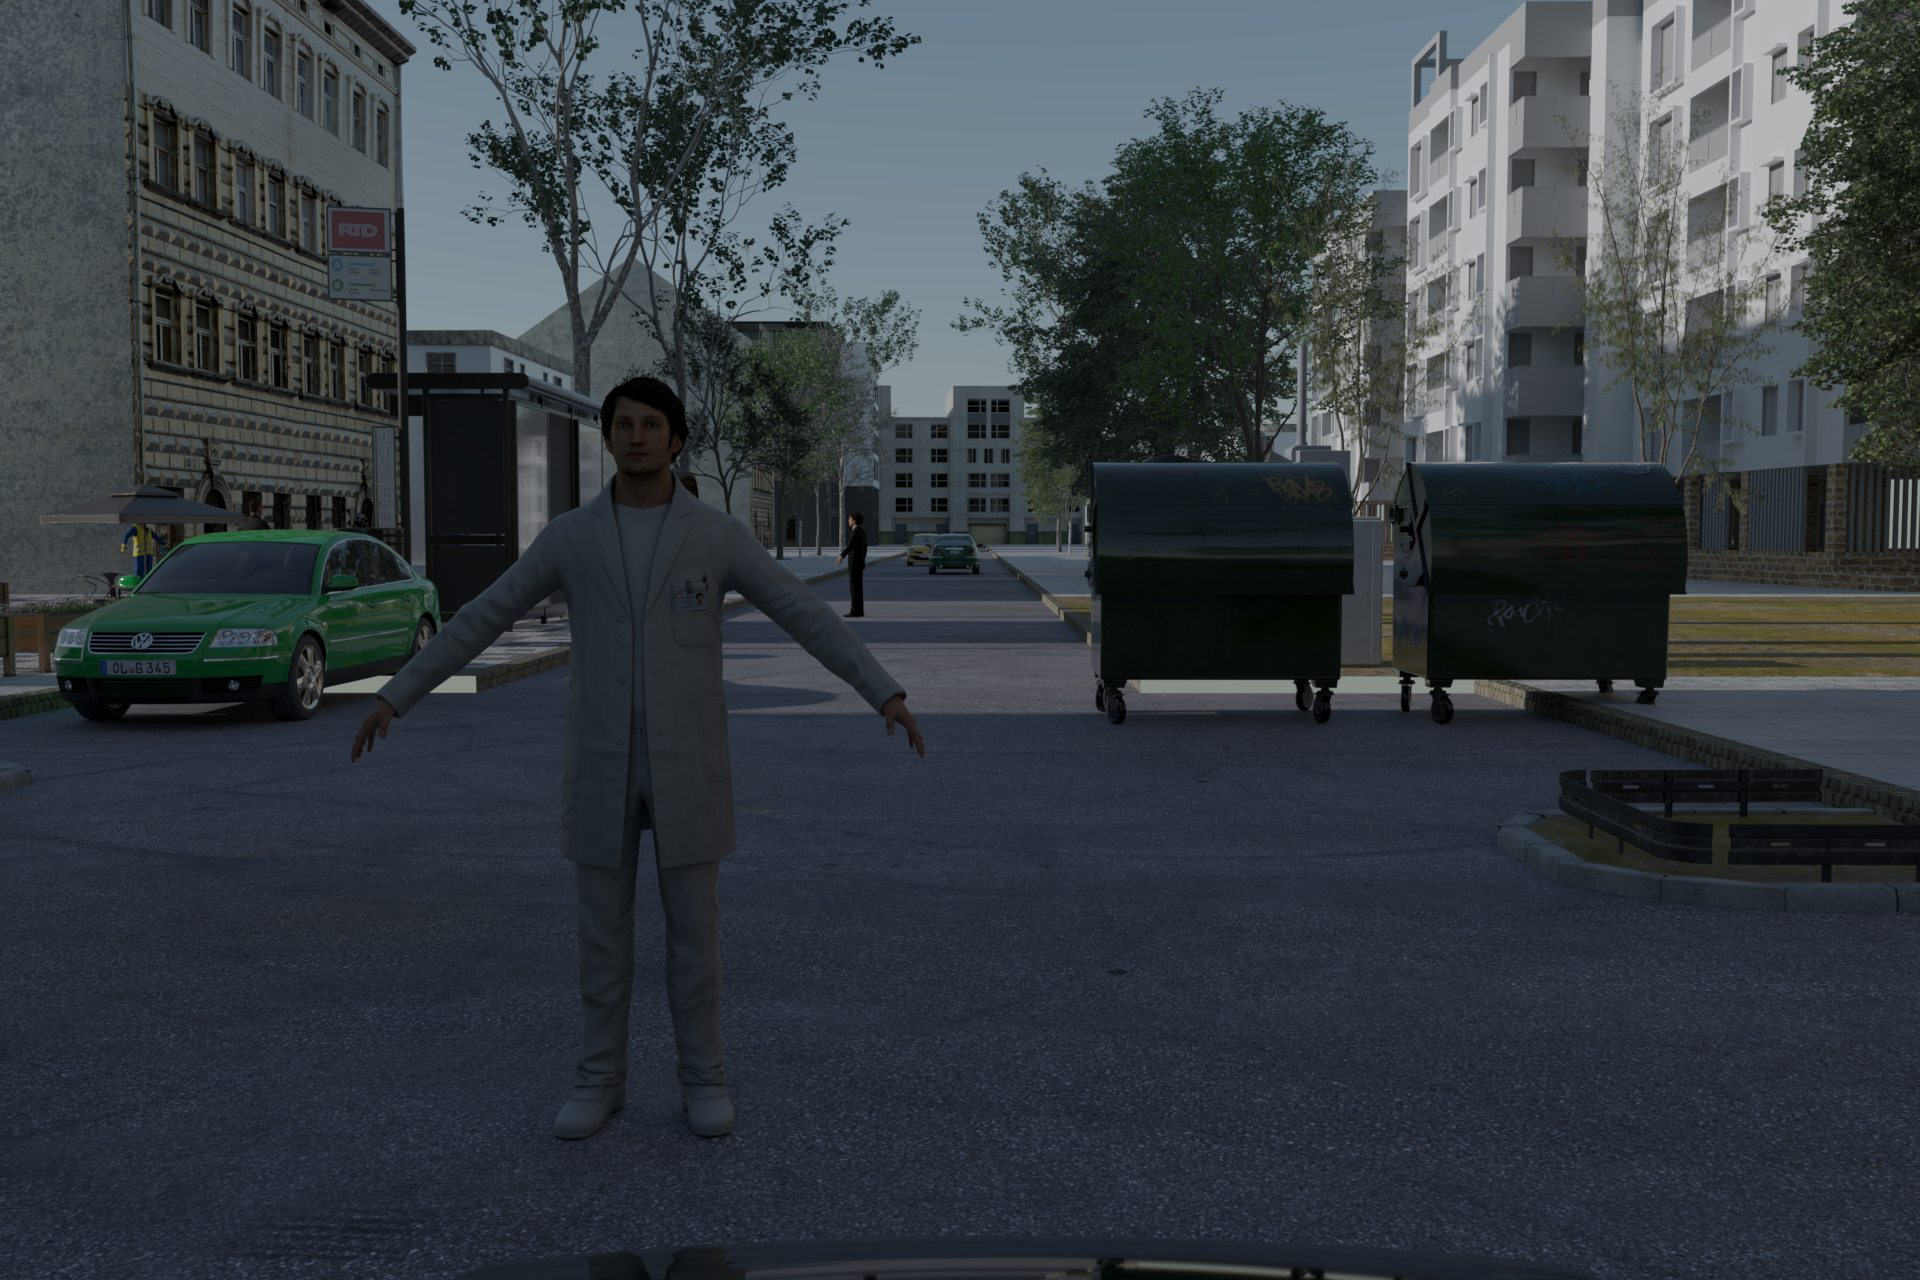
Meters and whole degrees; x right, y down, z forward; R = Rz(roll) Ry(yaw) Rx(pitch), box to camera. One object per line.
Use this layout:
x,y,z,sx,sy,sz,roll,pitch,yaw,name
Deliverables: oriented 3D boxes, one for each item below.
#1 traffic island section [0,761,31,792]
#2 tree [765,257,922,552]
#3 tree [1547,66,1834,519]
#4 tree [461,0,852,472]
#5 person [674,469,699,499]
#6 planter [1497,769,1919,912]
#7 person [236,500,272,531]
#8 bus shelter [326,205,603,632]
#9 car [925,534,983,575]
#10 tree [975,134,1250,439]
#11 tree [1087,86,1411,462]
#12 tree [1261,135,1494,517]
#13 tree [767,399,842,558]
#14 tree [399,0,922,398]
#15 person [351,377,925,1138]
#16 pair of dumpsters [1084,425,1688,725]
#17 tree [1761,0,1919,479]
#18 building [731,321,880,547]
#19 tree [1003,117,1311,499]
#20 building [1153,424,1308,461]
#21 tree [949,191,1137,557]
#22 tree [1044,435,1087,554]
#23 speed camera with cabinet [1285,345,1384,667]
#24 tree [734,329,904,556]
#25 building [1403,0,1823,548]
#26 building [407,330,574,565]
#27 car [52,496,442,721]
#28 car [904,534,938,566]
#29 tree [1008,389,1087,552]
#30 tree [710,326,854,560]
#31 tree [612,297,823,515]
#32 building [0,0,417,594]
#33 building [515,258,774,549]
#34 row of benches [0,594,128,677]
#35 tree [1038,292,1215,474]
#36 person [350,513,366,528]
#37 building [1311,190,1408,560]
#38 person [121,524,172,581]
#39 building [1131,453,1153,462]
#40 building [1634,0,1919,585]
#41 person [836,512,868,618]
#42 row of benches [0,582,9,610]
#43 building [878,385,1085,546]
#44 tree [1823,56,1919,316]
-6.311,0.822,9.432,1.991,0.108,1.994,0,4,0,traffic island section
-9.740,-16.218,121.054,12.611,20.169,13.585,0,3,0,tree
11.273,-4.756,28.129,4.360,8.622,3.978,0,3,0,tree
-9.784,-12.196,55.286,12.611,20.169,13.585,0,3,0,tree
-1.632,-0.102,10.246,1.348,1.813,0.705,-2,4,-35,person
3.454,0.831,7.558,1.991,0.319,1.994,0,4,1,planter
-10.810,-1.251,26.679,1.346,1.802,0.704,2,4,25,person
-6.665,-2.834,23.976,2.179,5.291,8.768,0,4,0,bus shelter
-0.206,-3.119,62.786,2.131,1.459,4.920,0,4,0,car
7.911,-13.742,80.571,12.611,20.169,13.585,0,3,0,tree
6.856,-7.000,40.212,9.928,11.665,9.643,0,3,0,tree
7.419,-5.039,32.756,4.360,8.622,3.978,0,3,0,tree
-8.781,-8.759,93.578,4.360,8.622,3.978,0,3,0,tree
-7.116,-11.148,38.161,12.611,20.169,13.585,0,3,0,tree
-0.762,0.272,4.191,1.347,1.806,0.705,0,4,-3,person
3.184,-0.522,13.486,4.436,2.255,1.574,0,4,1,pair of dumpsters
18.589,-7.490,29.115,9.857,13.997,8.962,0,3,0,tree
-23.171,-20.709,182.562,27.936,21.610,32.646,0,3,0,building
6.203,-8.988,53.612,9.857,13.997,8.962,0,3,0,tree
22.032,-12.456,145.804,9.099,9.664,28.070,0,4,1,building
6.252,-14.699,96.211,12.611,20.169,13.585,0,3,0,tree
6.766,-9.720,109.278,4.360,8.622,3.978,0,3,0,tree
3.773,-1.419,17.529,0.660,3.252,2.038,0,4,0,speed camera with cabinet
-8.305,-11.784,103.044,12.009,13.543,11.850,0,3,0,tree
22.628,-12.861,66.705,16.016,20.090,11.380,0,4,0,building
-23.548,-8.764,85.439,9.099,9.664,28.070,0,4,1,building
-5.858,-0.362,14.719,1.959,1.807,4.718,0,4,1,car
-1.517,-4.183,78.616,2.015,1.641,3.980,0,4,0,car
7.108,-12.373,120.432,7.486,12.596,7.792,0,3,0,tree
-8.841,-9.802,86.014,9.928,11.665,9.643,0,3,0,tree
-9.150,-8.189,68.297,8.767,10.594,7.601,-3,5,-41,tree
-26.629,-13.100,45.109,19.493,23.208,18.063,0,3,0,building
-25.986,-19.305,146.559,19.493,23.208,18.063,0,4,-1,building
-8.664,-0.062,16.481,1.422,0.672,4.104,1,4,12,row of benches
6.495,-8.106,66.945,7.601,10.594,8.767,-1,4,-22,tree
-16.169,-2.506,46.737,0.705,1.858,1.354,0,4,-2,person
24.905,-14.690,96.599,16.016,20.090,11.380,0,3,0,building
-15.516,-1.624,33.016,0.721,1.772,1.216,1,4,19,person
21.899,-14.432,178.113,9.099,9.664,28.070,0,3,0,building
25.558,-11.875,50.573,16.016,20.090,11.380,0,3,0,building
-1.818,-1.298,29.865,0.705,1.806,1.347,1,4,15,person
-15.416,-0.554,24.521,1.422,0.672,4.104,1,4,18,row of benches
-1.305,-21.048,213.046,31.486,18.905,16.747,0,4,-3,building
12.931,-5.117,18.082,7.601,10.594,8.767,0,4,5,tree
